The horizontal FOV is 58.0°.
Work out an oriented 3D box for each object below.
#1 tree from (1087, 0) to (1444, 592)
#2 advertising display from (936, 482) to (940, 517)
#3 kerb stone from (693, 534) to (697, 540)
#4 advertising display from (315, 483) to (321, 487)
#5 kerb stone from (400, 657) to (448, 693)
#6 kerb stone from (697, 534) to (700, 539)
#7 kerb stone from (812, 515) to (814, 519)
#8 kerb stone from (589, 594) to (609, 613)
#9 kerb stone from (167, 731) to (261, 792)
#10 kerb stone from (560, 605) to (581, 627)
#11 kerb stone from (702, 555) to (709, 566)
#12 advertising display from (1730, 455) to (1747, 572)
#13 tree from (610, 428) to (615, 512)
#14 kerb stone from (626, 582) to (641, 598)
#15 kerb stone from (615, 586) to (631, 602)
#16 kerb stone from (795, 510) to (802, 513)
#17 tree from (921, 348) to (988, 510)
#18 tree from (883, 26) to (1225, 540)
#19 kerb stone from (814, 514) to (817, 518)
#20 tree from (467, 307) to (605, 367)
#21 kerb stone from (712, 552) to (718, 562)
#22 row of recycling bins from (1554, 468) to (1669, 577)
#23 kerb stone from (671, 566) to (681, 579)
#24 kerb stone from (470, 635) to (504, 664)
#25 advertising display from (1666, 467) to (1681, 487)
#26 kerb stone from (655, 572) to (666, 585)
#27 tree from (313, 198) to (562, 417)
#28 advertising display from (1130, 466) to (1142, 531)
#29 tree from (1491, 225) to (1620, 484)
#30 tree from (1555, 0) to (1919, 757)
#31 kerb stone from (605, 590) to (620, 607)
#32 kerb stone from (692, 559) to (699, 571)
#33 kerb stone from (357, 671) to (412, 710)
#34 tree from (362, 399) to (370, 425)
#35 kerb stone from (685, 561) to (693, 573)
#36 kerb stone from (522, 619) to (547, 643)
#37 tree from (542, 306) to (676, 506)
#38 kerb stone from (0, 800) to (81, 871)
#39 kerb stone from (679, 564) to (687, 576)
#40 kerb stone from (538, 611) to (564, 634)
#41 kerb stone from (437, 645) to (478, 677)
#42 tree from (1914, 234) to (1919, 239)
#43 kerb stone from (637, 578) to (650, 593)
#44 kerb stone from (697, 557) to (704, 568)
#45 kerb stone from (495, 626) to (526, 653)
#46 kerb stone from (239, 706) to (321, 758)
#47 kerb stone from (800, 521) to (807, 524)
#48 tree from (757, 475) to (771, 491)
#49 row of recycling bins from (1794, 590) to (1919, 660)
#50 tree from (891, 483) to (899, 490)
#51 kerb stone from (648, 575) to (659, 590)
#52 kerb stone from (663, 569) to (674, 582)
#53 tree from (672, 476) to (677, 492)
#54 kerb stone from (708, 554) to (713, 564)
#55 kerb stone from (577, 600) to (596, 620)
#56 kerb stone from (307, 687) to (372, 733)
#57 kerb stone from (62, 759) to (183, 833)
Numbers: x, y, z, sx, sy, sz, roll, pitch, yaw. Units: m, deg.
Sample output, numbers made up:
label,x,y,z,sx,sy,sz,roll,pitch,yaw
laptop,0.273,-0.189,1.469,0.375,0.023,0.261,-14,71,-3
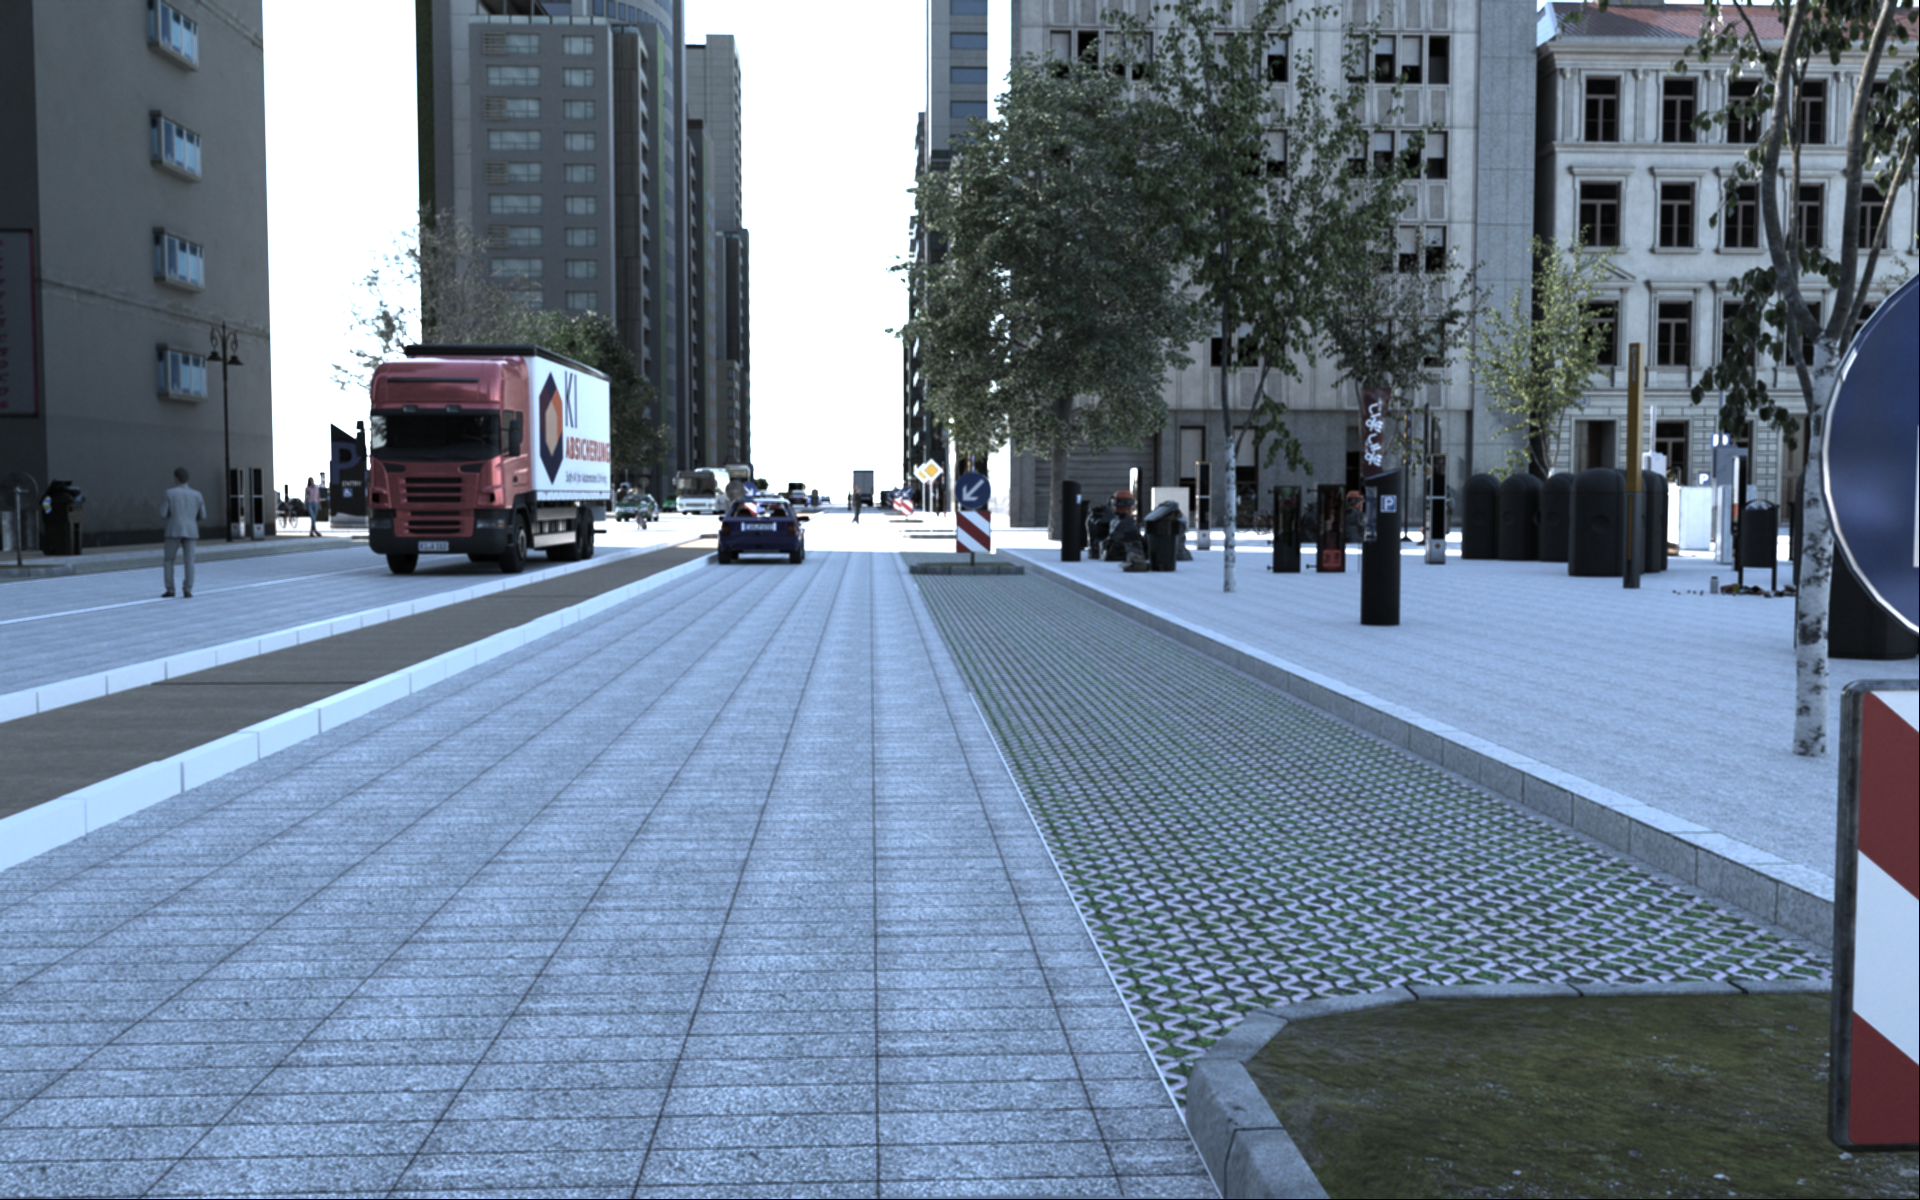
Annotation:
label,x,y,z,sx,sy,sz,roll,pitch,yaw
tree,3.748,-4.401,22.321,4.737,8.622,4.395,0,3,0
advertising display,-1.202,-5.521,95.484,0.123,1.923,0.974,0,4,-5
kerb stone,-8.213,-1.866,52.761,0.120,0.150,1.000,0,4,-3
advertising display,-39.144,-6.108,105.077,0.123,1.923,0.974,2,4,25
kerb stone,-4.028,0.566,12.937,0.120,0.150,1.000,0,4,-3
kerb stone,-8.267,-1.932,53.787,0.120,0.150,1.000,0,4,-3
kerb stone,-8.368,-4.534,96.386,0.120,0.150,1.000,0,4,-3
kerb stone,-4.456,0.067,21.126,0.120,0.150,1.000,0,4,-3
kerb stone,-3.818,0.822,8.831,0.120,0.150,1.000,0,4,-3
kerb stone,-4.351,0.191,19.084,0.120,0.150,1.000,0,4,-3
kerb stone,-5.146,-0.748,34.431,0.120,0.150,1.000,0,4,-3
advertising display,13.018,-1.453,28.968,0.123,1.923,0.974,1,4,18
tree,-24.737,-10.512,122.240,4.737,8.622,4.395,0,3,0
kerb stone,-4.621,-0.122,24.198,0.120,0.150,1.000,0,4,-3
kerb stone,-4.572,-0.058,23.177,0.120,0.150,1.000,0,4,-3
kerb stone,-12.379,-6.781,133.147,0.120,0.150,1.000,0,4,-3
tree,0.196,-8.056,82.074,4.737,8.622,4.395,0,3,0
tree,2.648,-8.636,47.858,9.857,13.997,8.962,0,3,0
kerb stone,-8.632,-4.846,101.495,0.120,0.150,1.000,0,4,-3
tree,-23.129,-10.230,93.017,9.928,11.665,9.643,0,3,0
kerb stone,-5.257,-0.874,36.482,0.120,0.150,1.000,0,4,-3
row of recycling bins,10.793,-1.289,28.192,1.069,1.692,3.534,2,4,35
kerb stone,-4.882,-0.435,29.303,0.120,0.150,1.000,0,4,-3
kerb stone,-4.136,0.443,14.991,0.120,0.150,1.000,0,4,-3
advertising display,16.595,-2.191,41.034,0.123,1.923,0.974,-2,4,-34
kerb stone,-4.784,-0.310,27.261,0.120,0.150,1.000,0,4,-3
tree,-21.508,-9.891,72.087,12.009,13.543,11.850,0,3,0
advertising display,4.116,-2.162,40.560,0.123,1.923,0.974,0,4,-5
tree,16.239,-5.963,47.850,4.737,8.622,4.395,0,3,0
tree,4.424,-3.546,8.333,4.360,8.622,3.978,0,3,0
kerb stone,-4.512,0.002,22.156,0.120,0.150,1.000,0,4,-3
kerb stone,-5.041,-0.621,32.390,0.120,0.150,1.000,0,4,-3
kerb stone,-3.980,0.631,11.916,0.120,0.150,1.000,0,4,-3
tree,-32.025,-9.071,98.672,4.360,8.622,3.978,0,3,0
kerb stone,-4.986,-0.561,31.368,0.120,0.150,1.000,0,4,-3
kerb stone,-4.245,0.324,17.037,0.120,0.150,1.000,0,4,-3
tree,-22.667,-11.576,106.270,9.611,12.733,9.660,0,3,0
kerb stone,-3.714,0.943,6.785,0.120,0.150,1.000,0,4,-3
kerb stone,-4.939,-0.498,30.332,0.120,0.150,1.000,0,4,-3
kerb stone,-4.305,0.253,18.058,0.120,0.150,1.000,0,4,-3
kerb stone,-4.085,0.503,13.970,0.120,0.150,1.000,0,4,-3
tree,23.760,-5.451,39.487,4.737,8.622,4.395,0,3,0
kerb stone,-4.669,-0.185,25.219,0.120,0.150,1.000,0,4,-3
kerb stone,-5.096,-0.686,33.410,0.120,0.150,1.000,0,4,-3
kerb stone,-4.193,0.378,16.012,0.120,0.150,1.000,0,4,-3
kerb stone,-3.873,0.755,9.858,0.120,0.150,1.000,0,4,-3
kerb stone,-7.948,-4.037,88.203,0.120,0.150,1.000,0,4,-3
tree,-33.486,-18.867,292.192,4.285,4.588,4.351,0,3,0
row of recycling bins,8.446,-0.418,13.945,3.534,1.692,1.069,0,4,-7
tree,-10.930,-18.281,293.493,1.663,3.219,1.824,0,3,0
kerb stone,-4.718,-0.245,26.241,0.120,0.150,1.000,0,4,-3
kerb stone,-4.838,-0.372,28.281,0.120,0.150,1.000,0,4,-3
tree,-25.363,-9.970,157.609,1.663,3.219,1.824,0,3,0
kerb stone,-5.206,-0.811,35.461,0.120,0.150,1.000,0,4,-3
kerb stone,-4.394,0.132,20.106,0.120,0.150,1.000,0,4,-3
kerb stone,-3.919,0.692,10.889,0.120,0.150,1.000,0,4,-3
kerb stone,-3.773,0.880,7.805,0.120,0.150,1.000,0,4,-3
